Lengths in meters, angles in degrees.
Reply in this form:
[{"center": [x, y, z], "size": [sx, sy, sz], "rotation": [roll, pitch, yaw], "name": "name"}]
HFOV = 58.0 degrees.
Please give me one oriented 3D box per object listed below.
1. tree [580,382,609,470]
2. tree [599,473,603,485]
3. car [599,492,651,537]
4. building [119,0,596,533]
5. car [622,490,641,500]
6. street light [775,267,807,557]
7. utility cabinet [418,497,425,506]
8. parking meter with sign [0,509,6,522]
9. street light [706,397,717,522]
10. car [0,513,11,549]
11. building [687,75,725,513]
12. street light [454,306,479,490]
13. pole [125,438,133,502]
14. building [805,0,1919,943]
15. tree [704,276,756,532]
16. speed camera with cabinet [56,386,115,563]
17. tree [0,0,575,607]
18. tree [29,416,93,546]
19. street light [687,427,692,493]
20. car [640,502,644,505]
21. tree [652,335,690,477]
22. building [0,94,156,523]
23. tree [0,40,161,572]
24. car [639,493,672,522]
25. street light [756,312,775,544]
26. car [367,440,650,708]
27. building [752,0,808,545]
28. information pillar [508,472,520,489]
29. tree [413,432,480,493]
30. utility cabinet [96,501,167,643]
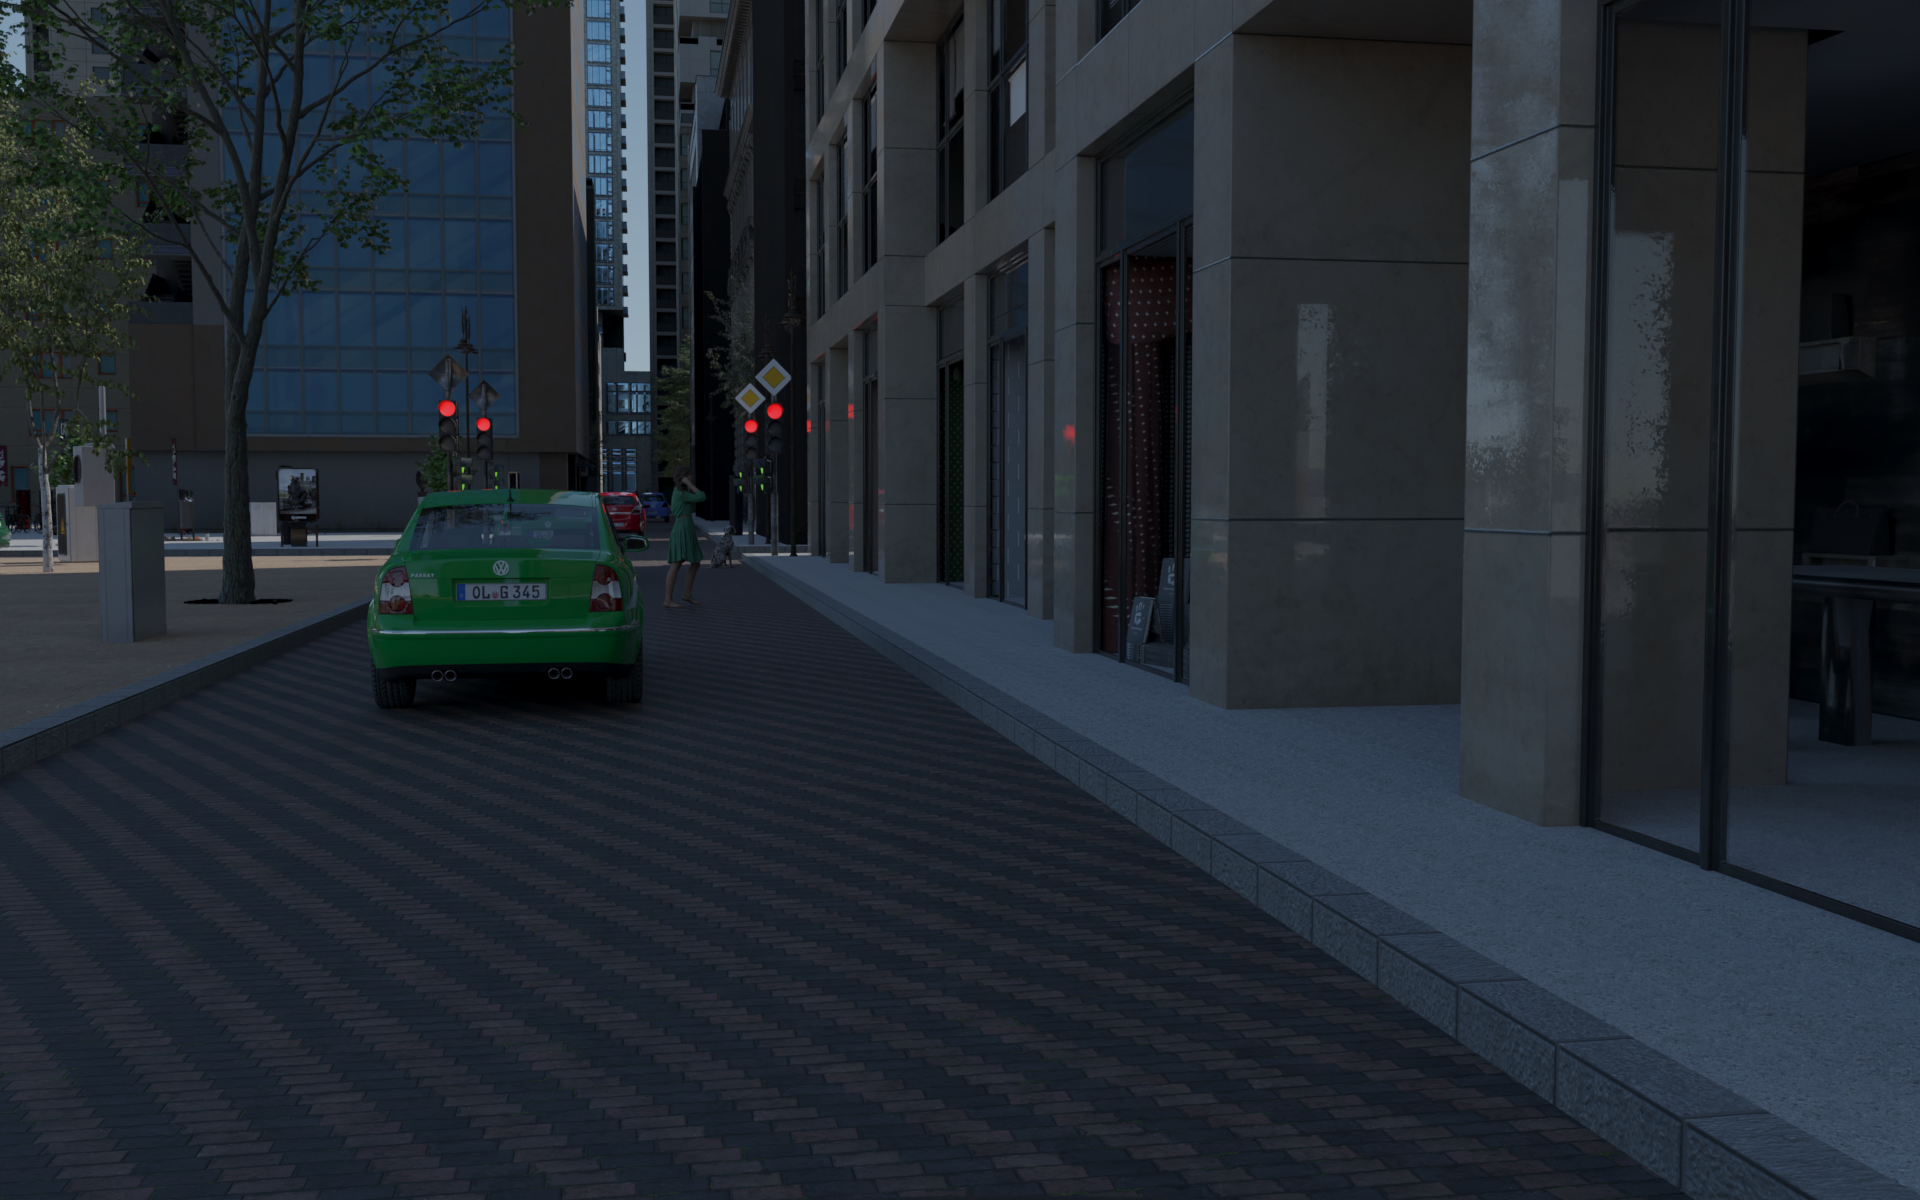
[{"center": [-24.823, -9.858, 111.542], "size": [4.360, 8.622, 3.978], "rotation": [0, 3, 0], "name": "tree"}, {"center": [-35.093, -10.911, 162.107], "size": [4.285, 4.588, 4.351], "rotation": [0, 3, 0], "name": "tree"}, {"center": [-10.795, -2.772, 54.367], "size": [2.155, 1.783, 4.494], "rotation": [-1, 4, -10], "name": "car"}, {"center": [-20.944, -25.234, 62.680], "size": [14.600, 45.320, 14.200], "rotation": [-1, 4, -10], "name": "building"}, {"center": [-31.981, -9.740, 167.917], "size": [2.281, 1.827, 5.304], "rotation": [-1, 4, -8], "name": "car"}, {"center": [-3.423, -3.833, 35.454], "size": [0.468, 5.910, 1.993], "rotation": [-1, 4, -10], "name": "street light"}, {"center": [-13.521, -2.032, 44.385], "size": [0.306, 1.237, 1.020], "rotation": [1, 4, 9], "name": "utility cabinet"}, {"center": [-29.193, -3.393, 51.737], "size": [1.738, 3.016, 0.543], "rotation": [2, 4, 30], "name": "parking meter with sign"}, {"center": [-11.559, -6.599, 80.684], "size": [0.468, 5.910, 1.993], "rotation": [-1, 4, -10], "name": "street light"}, {"center": [-22.989, -1.533, 36.866], "size": [4.920, 1.459, 2.131], "rotation": [-1, 4, -10], "name": "car"}, {"center": [-10.683, -17.792, 108.915], "size": [12.078, 24.808, 19.932], "rotation": [-1, 4, -10], "name": "building"}, {"center": [-12.162, -4.282, 42.797], "size": [0.468, 5.910, 1.993], "rotation": [-1, 4, -10], "name": "street light"}, {"center": [-30.492, -4.265, 63.576], "size": [0.158, 3.312, 0.155], "rotation": [0, 3, 0], "name": "pole"}, {"center": [9.301, -13.219, 20.643], "size": [19.350, 26.468, 34.151], "rotation": [-1, 4, -10], "name": "building"}, {"center": [-6.763, -6.612, 58.470], "size": [4.360, 8.622, 3.978], "rotation": [0, 3, 0], "name": "tree"}, {"center": [-16.264, -2.314, 32.165], "size": [0.660, 3.252, 2.038], "rotation": [-3, 5, -39], "name": "speed camera with cabinet"}, {"center": [-8.313, -5.766, 20.035], "size": [9.928, 11.665, 9.643], "rotation": [0, 3, 0], "name": "tree"}, {"center": [-22.036, -2.974, 43.222], "size": [1.663, 3.219, 1.824], "rotation": [0, 3, 0], "name": "tree"}, {"center": [-18.284, -8.850, 117.482], "size": [0.468, 5.910, 1.993], "rotation": [-1, 4, -10], "name": "street light"}, {"center": [-15.660, -4.162, 79.845], "size": [2.131, 1.459, 4.920], "rotation": [-1, 4, -11], "name": "car"}, {"center": [-18.225, -12.546, 123.255], "size": [7.486, 12.596, 7.792], "rotation": [0, 3, 0], "name": "tree"}, {"center": [-34.959, -15.033, 90.834], "size": [27.650, 21.520, 28.899], "rotation": [-1, 4, -10], "name": "building"}, {"center": [-14.877, -4.745, 27.943], "size": [4.737, 8.622, 4.395], "rotation": [0, 3, 0], "name": "tree"}, {"center": [-15.815, -4.864, 89.119], "size": [1.945, 1.707, 3.694], "rotation": [-1, 4, -9], "name": "car"}, {"center": [-4.920, -4.372, 44.266], "size": [0.468, 5.910, 1.993], "rotation": [-1, 4, -10], "name": "street light"}, {"center": [-3.325, -0.262, 13.086], "size": [1.959, 1.807, 4.718], "rotation": [-1, 4, -11], "name": "car"}, {"center": [2.331, -13.491, 50.250], "size": [15.834, 23.373, 12.332], "rotation": [-1, 4, -10], "name": "building"}, {"center": [-14.755, -3.236, 57.394], "size": [0.304, 2.012, 0.304], "rotation": [0, 4, 6], "name": "information pillar"}, {"center": [-14.066, -3.221, 47.272], "size": [1.663, 3.219, 1.824], "rotation": [0, 3, 0], "name": "tree"}, {"center": [-7.357, -0.259, 15.393], "size": [0.306, 1.237, 1.020], "rotation": [-1, 4, -10], "name": "utility cabinet"}]
